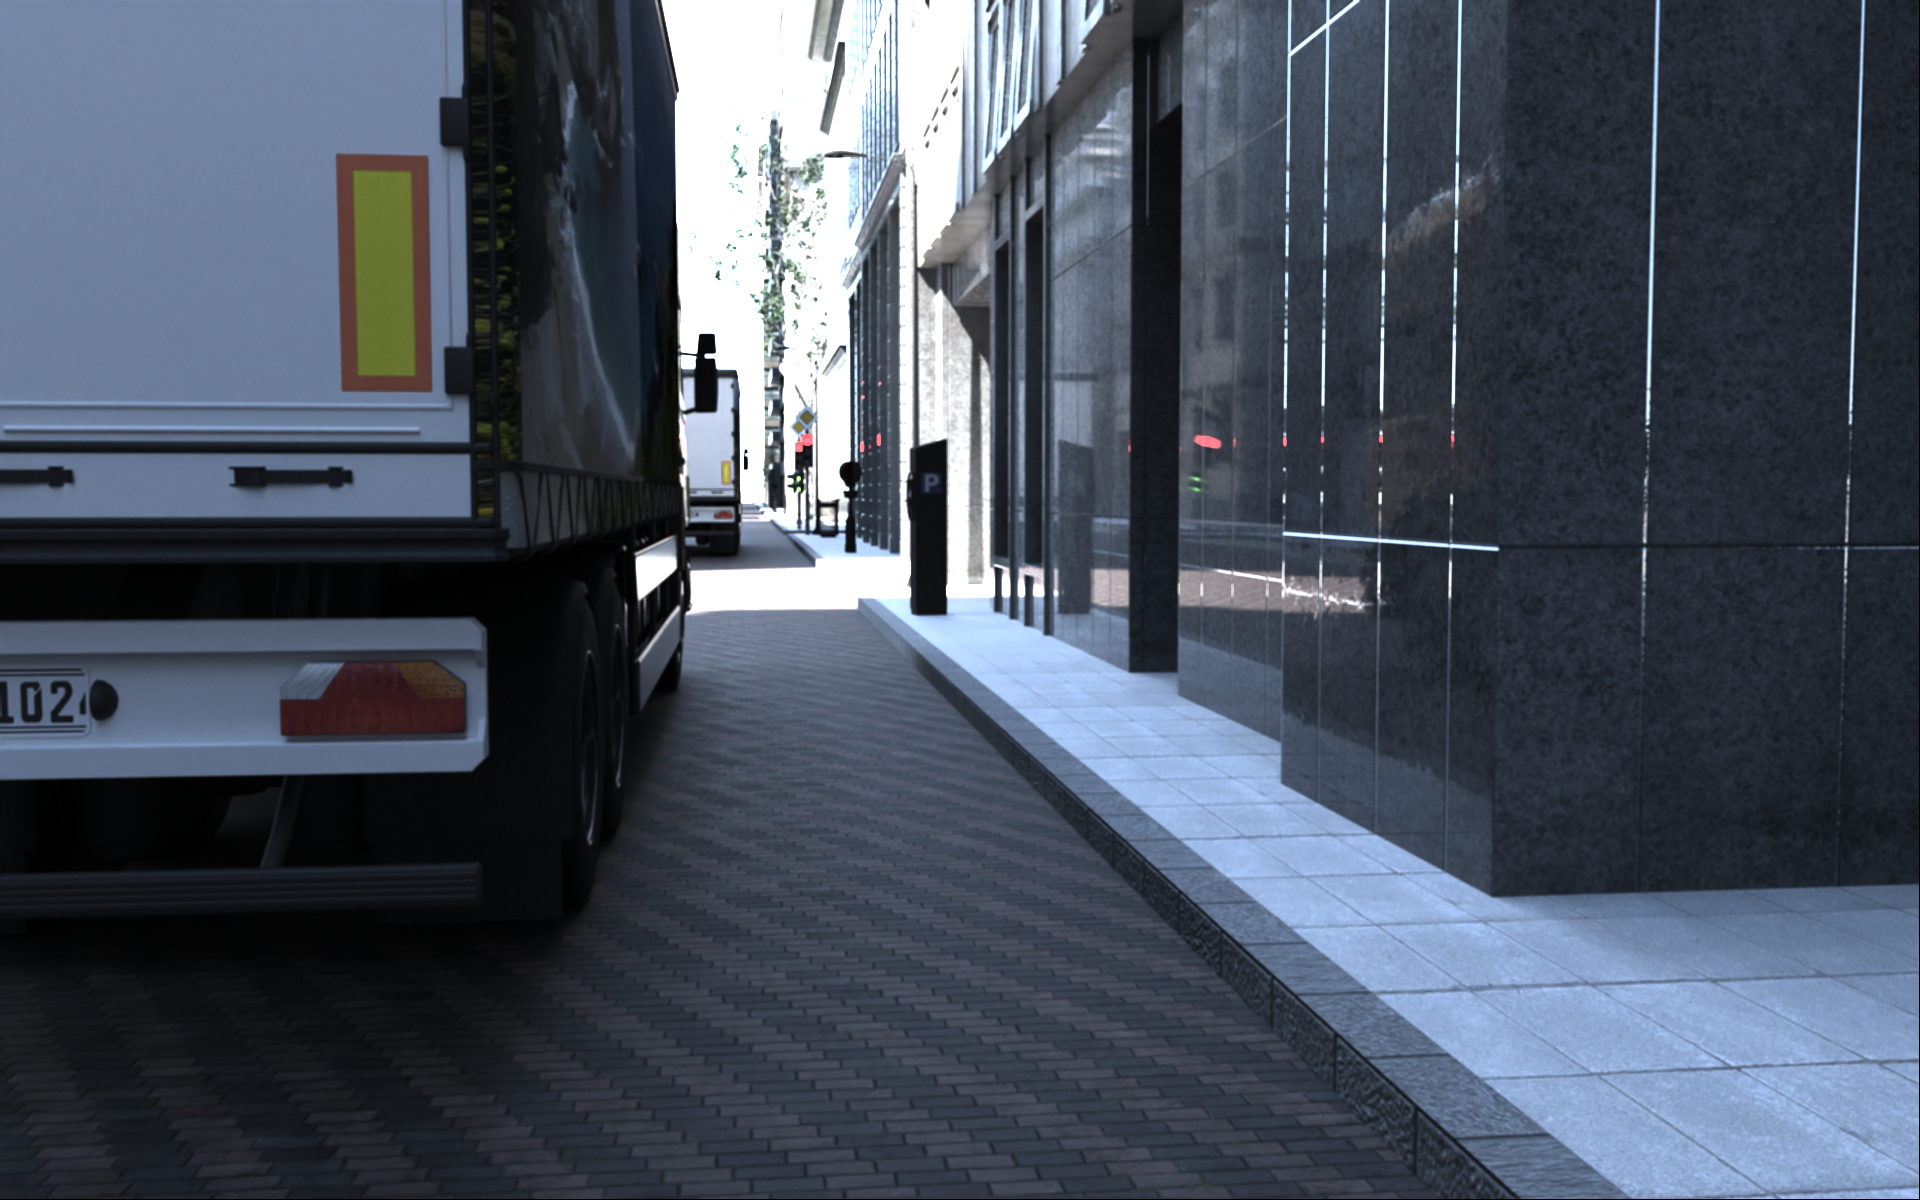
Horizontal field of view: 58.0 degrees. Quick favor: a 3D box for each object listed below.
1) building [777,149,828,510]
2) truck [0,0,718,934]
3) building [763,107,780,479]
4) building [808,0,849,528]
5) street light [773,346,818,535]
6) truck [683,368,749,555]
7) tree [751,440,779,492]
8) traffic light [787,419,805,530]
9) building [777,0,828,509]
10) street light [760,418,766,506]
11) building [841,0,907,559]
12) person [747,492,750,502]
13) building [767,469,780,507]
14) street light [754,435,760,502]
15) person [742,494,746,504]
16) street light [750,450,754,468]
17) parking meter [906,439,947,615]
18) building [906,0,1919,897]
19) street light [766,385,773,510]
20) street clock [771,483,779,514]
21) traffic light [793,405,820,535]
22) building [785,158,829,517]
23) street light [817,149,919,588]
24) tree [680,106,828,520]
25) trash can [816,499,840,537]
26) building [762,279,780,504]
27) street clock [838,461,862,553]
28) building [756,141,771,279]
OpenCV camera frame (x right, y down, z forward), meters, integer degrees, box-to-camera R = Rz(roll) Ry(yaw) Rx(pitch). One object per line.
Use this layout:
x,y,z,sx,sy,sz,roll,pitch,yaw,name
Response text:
-6.745,-20.076,125.508,12.463,27.353,25.104,0,4,-7,building
-2.823,-1.239,9.163,2.839,4.237,11.283,0,4,-7,truck
-10.640,-35.401,198.417,23.786,49.044,30.456,0,4,-7,building
9.132,-14.571,71.519,30.059,22.955,16.112,0,4,-7,building
-5.053,-5.014,54.527,1.470,5.913,1.316,0,4,-7,street light
-6.801,-3.369,43.991,2.839,4.237,11.283,0,4,-7,truck
-24.729,-16.687,223.186,4.360,8.622,3.978,0,3,0,tree
-5.826,-4.502,62.525,0.839,4.253,0.868,0,4,-7,traffic light
-4.943,-32.277,151.427,21.300,48.544,21.600,0,4,-7,building
-11.254,-8.137,105.574,1.470,5.913,1.316,0,4,-7,street light
3.606,-16.066,40.168,11.434,29.767,29.804,0,4,-7,building
-32.176,-15.547,263.605,0.541,1.710,0.530,-1,4,-23,person
-8.802,-44.846,171.484,20.563,71.187,20.611,0,4,-7,building
-15.219,-10.018,136.341,1.470,5.913,1.316,0,4,-7,street light
-32.176,-15.056,257.853,0.628,1.438,0.799,-1,4,-9,person
-20.868,-12.732,180.711,1.470,5.913,1.316,0,4,-7,street light
-0.350,-0.776,18.394,0.399,1.863,0.255,-1,4,-16,parking meter
6.423,-12.068,15.335,12.078,24.808,19.932,0,4,-7,building
-7.405,-6.194,73.817,1.470,5.913,1.316,0,4,-7,street light
-12.111,-6.660,113.461,0.471,2.002,0.358,0,4,3,street clock
-4.836,-4.017,54.601,0.839,4.253,0.868,0,4,-7,traffic light
-5.081,-15.272,104.447,10.420,20.320,16.860,0,4,-7,building
-1.141,-3.119,23.530,1.470,5.913,1.316,0,4,-7,street light
-8.842,-14.104,86.483,12.611,20.169,13.585,0,3,0,tree
-3.925,-2.444,51.609,0.748,1.137,0.748,0,3,0,trash can
-19.478,-28.211,232.954,14.160,30.474,14.107,0,4,-7,building
-2.401,-2.042,37.958,0.471,2.002,0.358,-2,4,-32,street clock
-15.204,-40.695,254.594,28.713,52.752,27.495,0,4,-7,building
